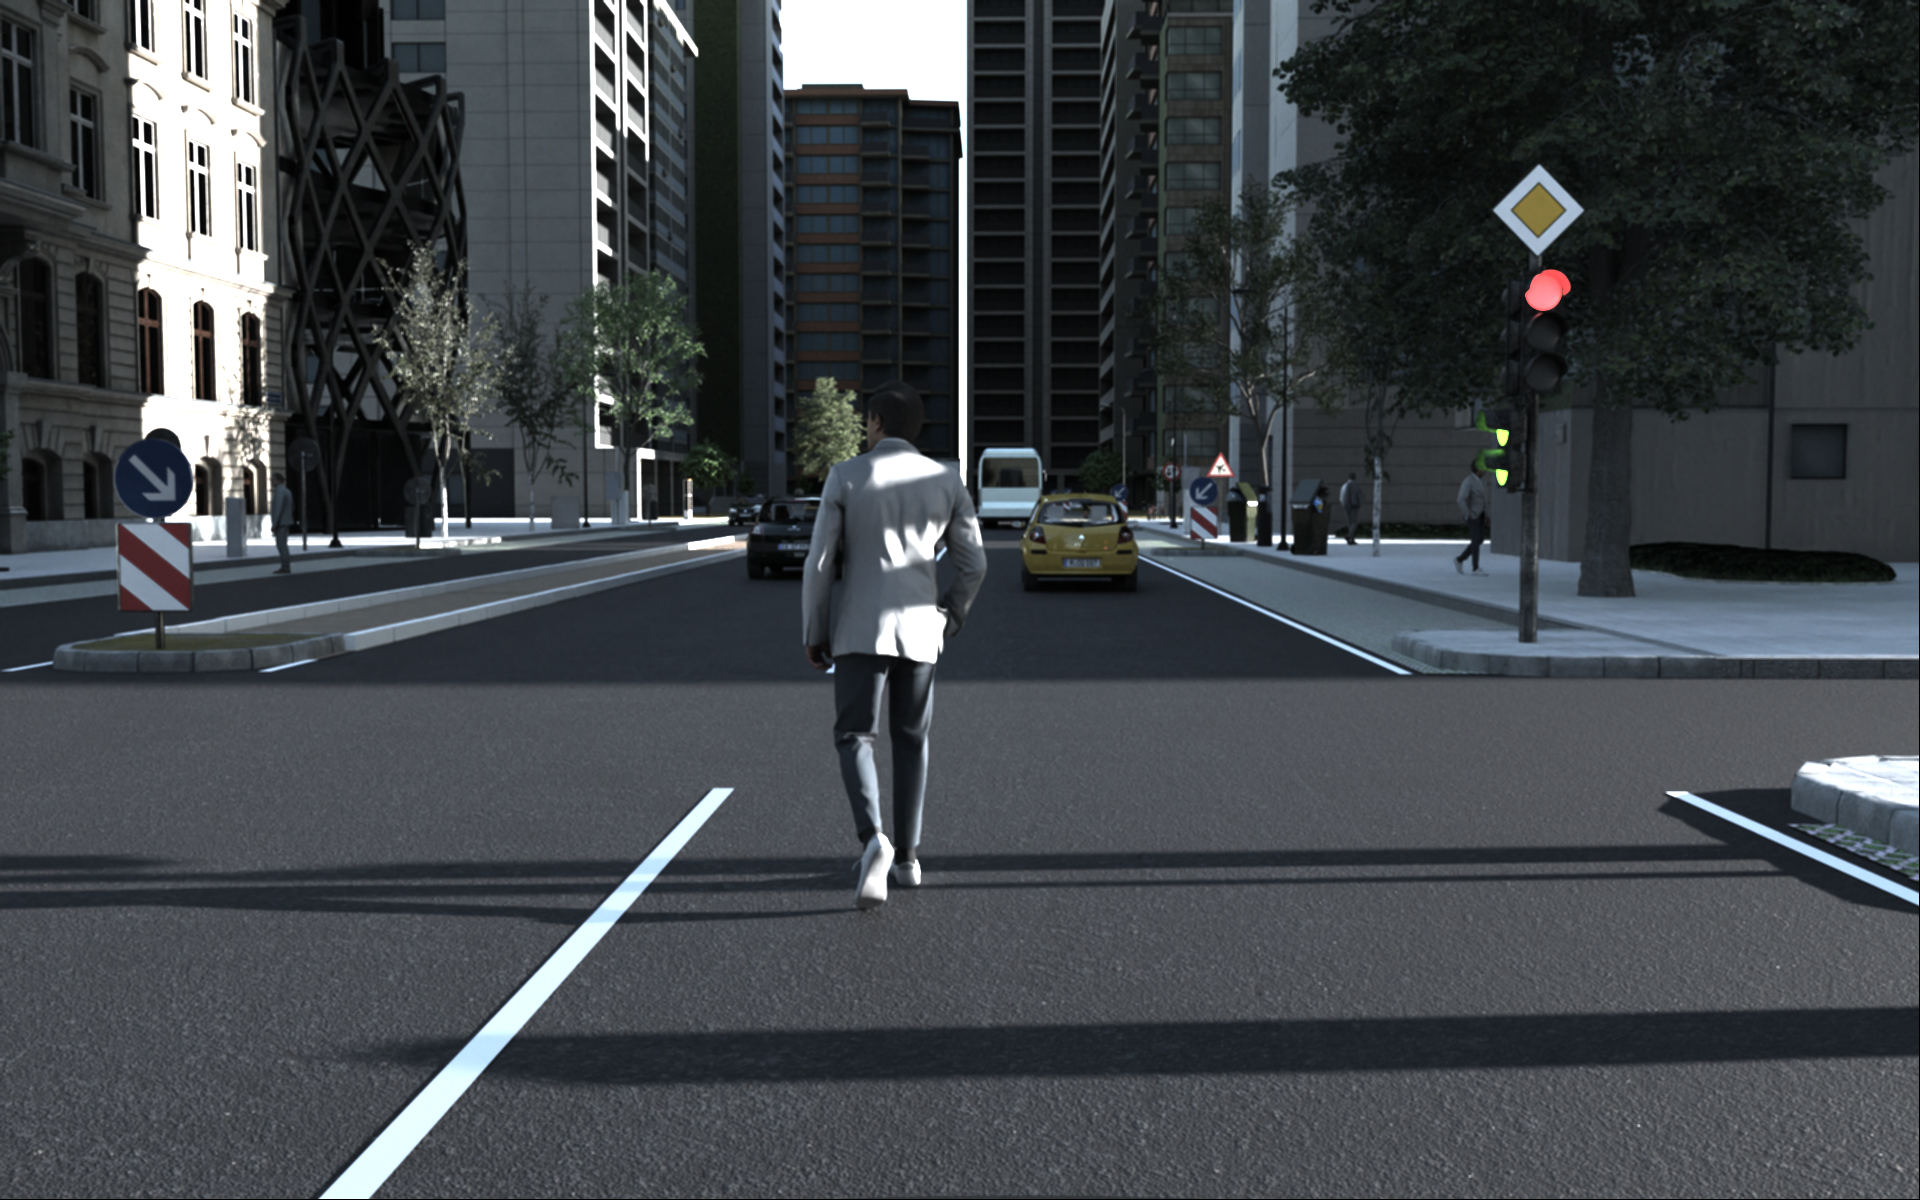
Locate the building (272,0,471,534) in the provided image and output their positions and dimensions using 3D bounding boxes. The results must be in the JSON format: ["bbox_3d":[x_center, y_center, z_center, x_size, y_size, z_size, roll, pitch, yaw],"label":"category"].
[{"bbox_3d":[-26.393,-11.828,60.835,16.820,18.784,16.811,0,4,1],"label":"building"}]

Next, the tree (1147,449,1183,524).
[{"bbox_3d":[9.049,-4.857,74.017,1.663,3.219,1.824,0,3,0],"label":"tree"}]

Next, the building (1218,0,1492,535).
[{"bbox_3d":[21.228,-32.078,66.479,21.231,58.520,28.212,0,4,1],"label":"building"}]

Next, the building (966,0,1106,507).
[{"bbox_3d":[11.092,-45.700,185.454,20.611,71.187,20.563,0,4,1],"label":"building"}]

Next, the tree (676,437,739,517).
[{"bbox_3d":[-14.325,-6.976,97.776,4.285,4.588,4.351,0,3,0],"label":"tree"}]

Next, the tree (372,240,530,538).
[{"bbox_3d":[-14.984,-6.109,50.244,4.360,8.622,3.978,0,3,0],"label":"tree"}]

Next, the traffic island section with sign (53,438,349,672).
[{"bbox_3d":[-6.617,-0.413,14.897,2.006,1.907,1.989,0,4,1],"label":"traffic island section with sign"}]

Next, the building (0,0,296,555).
[{"bbox_3d":[-25.834,-13.201,34.918,14.460,24.649,34.723,0,4,1],"label":"building"}]

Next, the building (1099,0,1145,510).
[{"bbox_3d":[23.513,-32.274,151.387,21.300,48.544,21.600,0,4,1],"label":"building"}]

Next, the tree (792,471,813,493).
[{"bbox_3d":[-13.094,-9.267,146.112,1.663,3.219,1.824,0,3,0],"label":"tree"}]

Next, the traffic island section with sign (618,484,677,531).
[{"bbox_3d":[-12.073,-3.579,67.150,1.989,1.847,2.006,0,4,1],"label":"traffic island section with sign"}]

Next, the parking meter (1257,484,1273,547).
[{"bbox_3d":[7.479,-2.084,42.480,0.372,1.533,0.369,0,3,0],"label":"parking meter"}]

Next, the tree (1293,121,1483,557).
[{"bbox_3d":[8.770,-5.195,35.302,4.360,8.622,3.978,0,3,0],"label":"tree"}]

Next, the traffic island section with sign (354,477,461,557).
[{"bbox_3d":[-12.656,-1.917,39.979,1.989,1.847,2.006,0,4,1],"label":"traffic island section with sign"}]

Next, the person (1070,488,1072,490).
[{"bbox_3d":[9.793,-8.987,153.059,0.705,1.814,1.350,1,4,11],"label":"person"}]

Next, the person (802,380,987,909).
[{"bbox_3d":[-0.225,0.133,6.180,0.661,1.843,0.795,-1,4,-12],"label":"person"}]

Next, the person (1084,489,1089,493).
[{"bbox_3d":[7.168,-5.538,99.835,0.721,1.735,1.217,1,4,21],"label":"person"}]

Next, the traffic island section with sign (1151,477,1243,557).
[{"bbox_3d":[5.483,-1.941,40.370,1.989,1.847,2.006,0,4,1],"label":"traffic island section with sign"}]

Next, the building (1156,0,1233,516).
[{"bbox_3d":[18.893,-20.409,105.392,14.160,30.474,14.107,0,4,1],"label":"building"}]

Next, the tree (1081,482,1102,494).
[{"bbox_3d":[10.432,-8.623,135.595,1.663,3.219,1.824,0,3,0],"label":"tree"}]

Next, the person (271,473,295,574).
[{"bbox_3d":[-12.142,-1.370,31.007,0.391,1.810,0.635,-1,4,-14],"label":"person"}]

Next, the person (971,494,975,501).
[{"bbox_3d":[0.918,-7.443,133.374,0.799,1.438,0.628,1,4,20],"label":"person"}]

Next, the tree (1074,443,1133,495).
[{"bbox_3d":[9.592,-7.851,112.076,4.285,4.588,4.351,0,3,0],"label":"tree"}]

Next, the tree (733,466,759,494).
[{"bbox_3d":[-14.366,-7.372,115.137,1.663,3.219,1.824,0,3,0],"label":"tree"}]

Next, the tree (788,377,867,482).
[{"bbox_3d":[-12.776,-15.270,167.795,7.486,12.596,7.792,0,3,0],"label":"tree"}]

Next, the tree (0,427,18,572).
[{"bbox_3d":[-16.456,-2.076,28.540,1.663,3.219,1.824,0,3,0],"label":"tree"}]

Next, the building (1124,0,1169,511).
[{"bbox_3d":[23.571,-28.849,126.309,22.147,44.769,28.867,0,4,1],"label":"building"}]

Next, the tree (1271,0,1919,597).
[{"bbox_3d":[8.107,-7.025,21.520,9.857,13.997,8.962,0,3,0],"label":"tree"}]

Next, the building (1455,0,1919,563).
[{"bbox_3d":[18.586,-21.674,37.962,14.154,41.232,14.086,0,4,1],"label":"building"}]

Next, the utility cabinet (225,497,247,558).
[{"bbox_3d":[-14.783,-1.483,35.411,0.306,1.237,1.020,-1,4,-17],"label":"utility cabinet"}]

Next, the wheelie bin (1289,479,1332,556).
[{"bbox_3d":[7.372,-1.746,36.448,0.693,1.594,0.980,-2,4,-33],"label":"wheelie bin"}]

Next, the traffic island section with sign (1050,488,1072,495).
[{"bbox_3d":[7.117,-6.626,116.962,1.989,1.847,2.006,0,4,1],"label":"traffic island section with sign"}]

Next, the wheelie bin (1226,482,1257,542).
[{"bbox_3d":[7.495,-2.337,46.124,0.693,1.594,0.980,3,4,39],"label":"wheelie bin"}]

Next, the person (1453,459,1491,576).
[{"bbox_3d":[8.104,-1.321,27.489,0.661,1.843,0.795,-3,4,-38],"label":"person"}]

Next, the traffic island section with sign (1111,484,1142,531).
[{"bbox_3d":[6.062,-3.604,67.557,1.989,1.847,2.006,0,4,1],"label":"traffic island section with sign"}]

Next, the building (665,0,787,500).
[{"bbox_3d":[-29.933,-37.325,152.256,28.212,58.520,21.231,0,4,1],"label":"building"}]

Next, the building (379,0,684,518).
[{"bbox_3d":[-27.069,-40.489,100.245,20.563,71.187,20.611,0,4,1],"label":"building"}]

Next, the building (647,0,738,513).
[{"bbox_3d":[-32.893,-26.404,123.579,32.217,40.220,23.993,0,4,1],"label":"building"}]

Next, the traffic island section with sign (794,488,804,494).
[{"bbox_3d":[-10.978,-6.708,118.305,1.989,1.847,2.006,0,4,1],"label":"traffic island section with sign"}]

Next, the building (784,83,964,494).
[{"bbox_3d":[-14.191,-32.604,187.692,28.867,44.769,22.147,0,4,1],"label":"building"}]

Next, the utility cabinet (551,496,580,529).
[{"bbox_3d":[-14.544,-3.221,63.832,1.020,1.237,0.306,-1,4,-13],"label":"utility cabinet"}]

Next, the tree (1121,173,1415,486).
[{"bbox_3d":[8.840,-7.053,49.736,8.767,10.594,7.601,0,4,6],"label":"tree"}]

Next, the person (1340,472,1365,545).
[{"bbox_3d":[9.895,-2.293,43.633,0.679,1.850,0.850,3,4,37],"label":"person"}]
